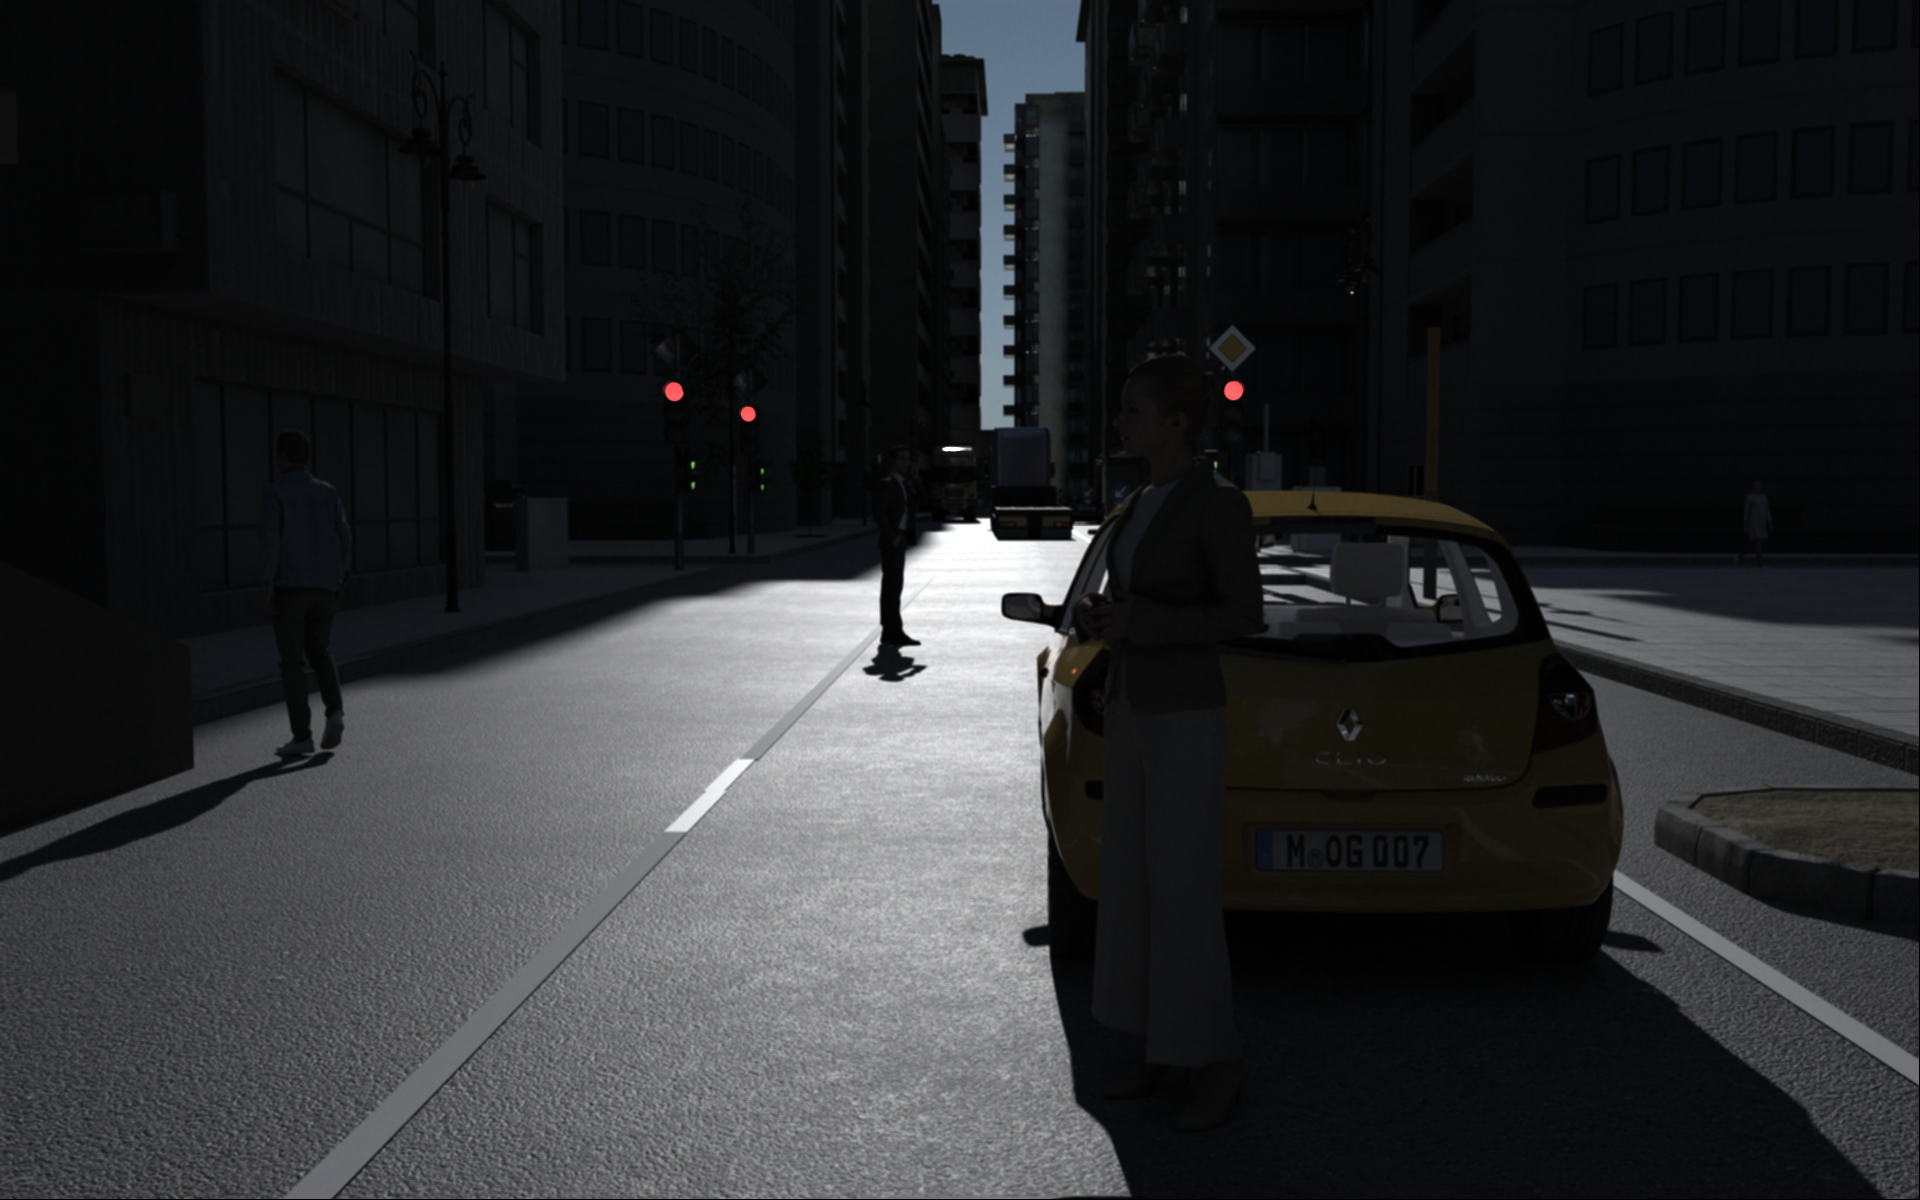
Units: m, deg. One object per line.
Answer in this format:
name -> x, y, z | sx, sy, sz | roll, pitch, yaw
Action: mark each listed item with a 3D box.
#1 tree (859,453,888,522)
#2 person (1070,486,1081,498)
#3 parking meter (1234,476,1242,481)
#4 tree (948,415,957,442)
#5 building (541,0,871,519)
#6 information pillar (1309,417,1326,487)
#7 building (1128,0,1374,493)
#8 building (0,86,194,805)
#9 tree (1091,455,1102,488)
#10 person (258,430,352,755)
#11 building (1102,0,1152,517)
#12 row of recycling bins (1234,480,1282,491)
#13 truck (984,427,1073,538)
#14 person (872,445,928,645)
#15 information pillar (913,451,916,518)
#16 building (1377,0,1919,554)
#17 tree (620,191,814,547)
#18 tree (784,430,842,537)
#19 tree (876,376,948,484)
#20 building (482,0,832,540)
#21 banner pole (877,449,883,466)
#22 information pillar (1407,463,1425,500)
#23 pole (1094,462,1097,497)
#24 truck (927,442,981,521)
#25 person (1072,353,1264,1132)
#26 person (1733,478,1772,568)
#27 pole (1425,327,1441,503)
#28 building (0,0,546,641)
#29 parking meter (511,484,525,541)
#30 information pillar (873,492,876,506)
tree -> -3.777, -5.269, 80.744 | 1.663, 3.219, 1.824 | 0, 3, 0
person -> 6.050, -5.021, 90.400 | 0.655, 1.846, 0.447 | 3, 4, 38
parking meter -> 9.009, -3.117, 56.675 | 0.255, 1.863, 0.399 | 3, 5, 45
tree -> -1.814, -12.333, 152.012 | 4.737, 8.622, 4.395 | 0, 3, 0
building -> -12.147, -24.731, 87.950 | 14.154, 41.232, 14.086 | 0, 4, 2
information pillar -> 10.834, -3.743, 52.556 | 0.504, 3.616, 0.183 | 2, 4, 23
building -> 18.590, -27.622, 71.226 | 23.786, 49.044, 30.456 | 0, 4, 2
building -> -20.325, -18.931, 1.409 | 32.217, 40.220, 23.993 | 0, 4, 2
tree -> 10.429, -8.069, 115.640 | 4.285, 4.588, 4.351 | 0, 3, 0
person -> -3.596, -0.041, 9.514 | 0.444, 1.785, 0.601 | 3, 5, 42
building -> 15.367, -20.210, 102.135 | 14.160, 30.474, 14.107 | 0, 4, 2
row of recycling bins -> 8.346, -2.663, 50.656 | 1.069, 1.692, 3.534 | -1, 4, -19
truck -> 2.423, -4.545, 64.064 | 2.967, 4.110, 18.799 | 0, 4, 0
person -> -0.561, -0.541, 16.704 | 0.474, 1.900, 0.648 | 1, 4, 9
information pillar -> -2.514, -6.281, 94.057 | 0.183, 3.616, 0.504 | 0, 4, 3
building -> 26.833, -30.749, 44.753 | 28.212, 58.520, 21.231 | 0, 4, 2
tree -> -5.696, -5.571, 41.446 | 4.360, 8.622, 3.978 | 0, 3, 0
tree -> -4.364, -3.504, 51.886 | 1.663, 3.219, 1.824 | 0, 3, 0
tree -> -3.333, -9.681, 108.649 | 4.737, 8.622, 4.395 | 0, 3, 0
building -> -16.388, -31.587, 58.448 | 21.231, 58.520, 28.212 | 0, 4, 2
banner pole -> -4.441, -6.518, 96.584 | 0.401, 3.779, 0.863 | -2, 4, -28
information pillar -> 10.938, -2.266, 41.549 | 0.304, 2.012, 0.304 | -1, 4, -22
pole -> 8.707, -7.189, 111.383 | 0.158, 3.312, 0.155 | 0, 3, 0
truck -> -0.314, -6.467, 94.649 | 2.839, 4.237, 11.283 | 0, 3, 0
person -> 0.453, 0.304, 4.079 | 0.362, 1.759, 0.519 | -2, 4, -25
person -> 14.824, -1.413, 32.359 | 0.466, 1.731, 0.760 | -3, 5, -44
pole -> 5.805, -1.680, 21.311 | 0.158, 3.312, 0.155 | 0, 3, 0
building -> -12.644, -20.560, 19.748 | 14.086, 41.232, 14.154 | 0, 4, 2
parking meter -> -11.073, -2.136, 43.327 | 0.372, 1.533, 0.369 | 0, 3, 0
information pillar -> -4.380, -5.285, 90.902 | 0.304, 2.012, 0.304 | -1, 4, -19
